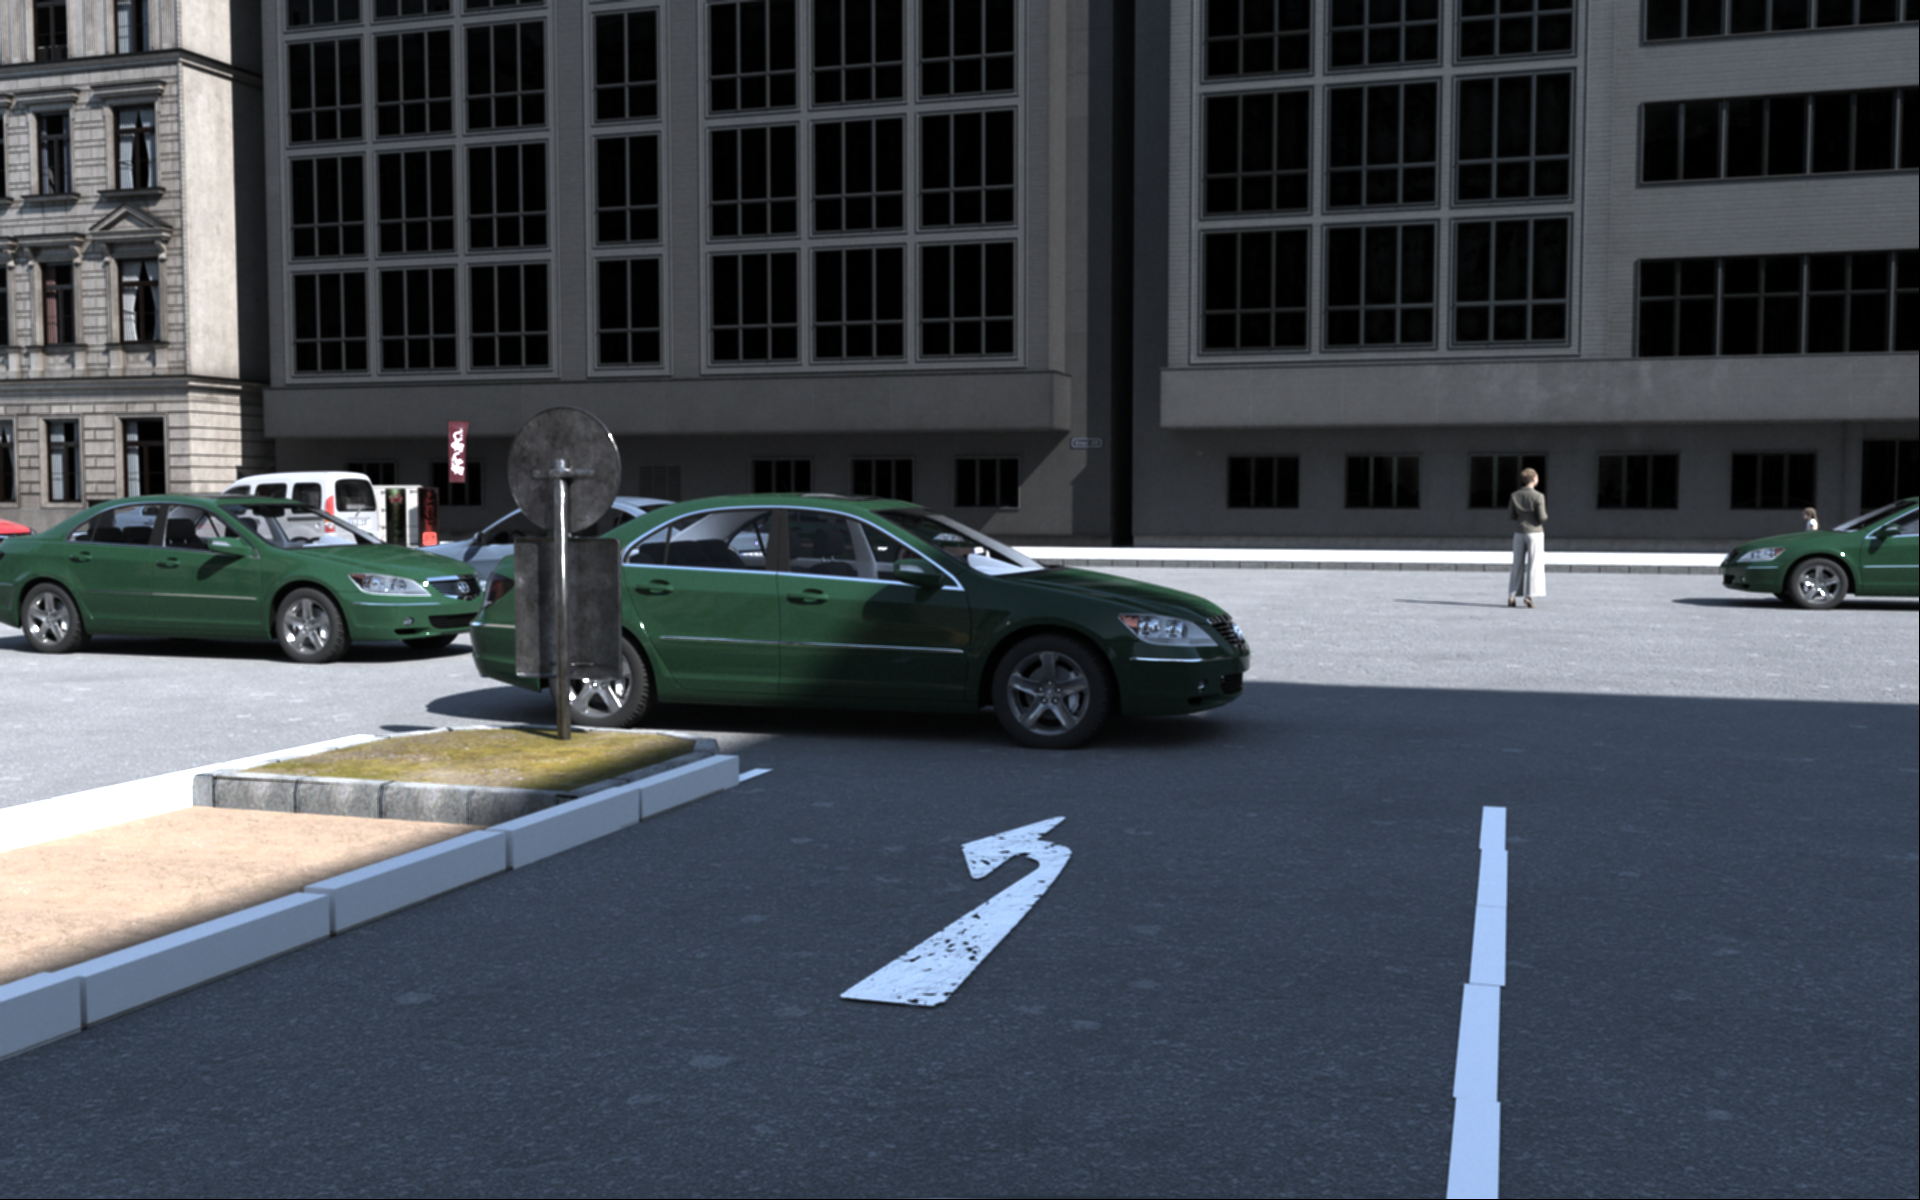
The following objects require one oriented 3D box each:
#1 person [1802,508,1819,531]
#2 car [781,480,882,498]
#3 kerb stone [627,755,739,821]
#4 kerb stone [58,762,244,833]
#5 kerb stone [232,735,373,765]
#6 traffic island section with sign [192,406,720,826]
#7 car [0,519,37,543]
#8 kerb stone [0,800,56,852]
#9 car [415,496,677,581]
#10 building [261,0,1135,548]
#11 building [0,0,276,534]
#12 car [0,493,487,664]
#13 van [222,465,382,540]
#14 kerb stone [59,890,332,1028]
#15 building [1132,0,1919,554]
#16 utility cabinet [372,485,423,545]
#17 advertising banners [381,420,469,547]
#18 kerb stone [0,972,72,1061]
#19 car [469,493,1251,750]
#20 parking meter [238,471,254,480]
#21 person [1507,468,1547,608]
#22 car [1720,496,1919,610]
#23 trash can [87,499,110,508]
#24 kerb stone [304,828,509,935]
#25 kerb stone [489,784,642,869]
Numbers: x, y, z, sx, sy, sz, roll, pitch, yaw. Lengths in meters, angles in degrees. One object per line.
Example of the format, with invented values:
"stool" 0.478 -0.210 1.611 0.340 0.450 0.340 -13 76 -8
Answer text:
"person" 13.878 -0.894 28.136 0.382 1.210 0.505 1 4 17
"car" -1.639 -1.233 29.953 4.222 1.686 2.009 1 4 19
"kerb stone" -1.299 0.871 8.089 0.120 0.150 1.000 1 4 18
"kerb stone" -3.614 0.884 7.748 0.120 0.150 1.000 1 4 18
"kerb stone" -3.296 0.824 8.723 0.120 0.150 1.000 1 4 18
"traffic island section with sign" -2.253 -0.021 8.485 2.006 1.907 1.989 1 4 18
"car" -18.619 -1.343 30.992 4.494 1.783 2.155 1 4 17
"kerb stone" -3.918 0.944 6.769 0.120 0.150 1.000 1 4 18
"car" -4.139 -0.395 18.461 4.499 1.417 2.014 1 4 19
"building" -6.085 -15.637 49.165 24.014 27.812 14.314 1 4 18
"building" -27.795 -11.530 53.138 19.286 19.102 10.561 1 4 18
"car" -6.594 -0.250 15.886 4.920 1.459 2.131 1 4 19
"van" -12.960 -1.554 32.417 4.112 2.044 2.013 1 4 17
"kerb stone" -2.246 1.055 5.138 0.120 0.150 1.000 1 4 18
"building" 19.950 -13.580 41.103 30.058 24.678 14.314 1 4 18
"utility cabinet" -14.010 -2.111 43.193 1.173 1.500 0.318 0 4 -2
"advertising banners" -12.592 -2.735 40.900 2.074 3.025 0.090 -2 4 -31
"kerb stone" -2.554 1.103 4.159 0.120 0.150 1.000 1 4 18
"car" -0.650 0.054 10.916 4.920 1.459 2.131 1 4 16
"parking meter" -17.859 -2.303 43.364 0.399 1.863 0.255 3 5 41
"person" 7.175 -0.781 21.820 0.362 1.759 0.519 -3 5 -44
"car" 12.242 -0.611 21.793 4.920 1.459 2.131 1 4 17
"trash can" -22.588 -2.076 45.595 0.748 1.137 0.748 0 3 0
"kerb stone" -1.934 0.983 6.120 0.120 0.150 1.000 1 4 18
"kerb stone" -1.609 0.923 7.099 0.120 0.150 1.000 1 4 18
